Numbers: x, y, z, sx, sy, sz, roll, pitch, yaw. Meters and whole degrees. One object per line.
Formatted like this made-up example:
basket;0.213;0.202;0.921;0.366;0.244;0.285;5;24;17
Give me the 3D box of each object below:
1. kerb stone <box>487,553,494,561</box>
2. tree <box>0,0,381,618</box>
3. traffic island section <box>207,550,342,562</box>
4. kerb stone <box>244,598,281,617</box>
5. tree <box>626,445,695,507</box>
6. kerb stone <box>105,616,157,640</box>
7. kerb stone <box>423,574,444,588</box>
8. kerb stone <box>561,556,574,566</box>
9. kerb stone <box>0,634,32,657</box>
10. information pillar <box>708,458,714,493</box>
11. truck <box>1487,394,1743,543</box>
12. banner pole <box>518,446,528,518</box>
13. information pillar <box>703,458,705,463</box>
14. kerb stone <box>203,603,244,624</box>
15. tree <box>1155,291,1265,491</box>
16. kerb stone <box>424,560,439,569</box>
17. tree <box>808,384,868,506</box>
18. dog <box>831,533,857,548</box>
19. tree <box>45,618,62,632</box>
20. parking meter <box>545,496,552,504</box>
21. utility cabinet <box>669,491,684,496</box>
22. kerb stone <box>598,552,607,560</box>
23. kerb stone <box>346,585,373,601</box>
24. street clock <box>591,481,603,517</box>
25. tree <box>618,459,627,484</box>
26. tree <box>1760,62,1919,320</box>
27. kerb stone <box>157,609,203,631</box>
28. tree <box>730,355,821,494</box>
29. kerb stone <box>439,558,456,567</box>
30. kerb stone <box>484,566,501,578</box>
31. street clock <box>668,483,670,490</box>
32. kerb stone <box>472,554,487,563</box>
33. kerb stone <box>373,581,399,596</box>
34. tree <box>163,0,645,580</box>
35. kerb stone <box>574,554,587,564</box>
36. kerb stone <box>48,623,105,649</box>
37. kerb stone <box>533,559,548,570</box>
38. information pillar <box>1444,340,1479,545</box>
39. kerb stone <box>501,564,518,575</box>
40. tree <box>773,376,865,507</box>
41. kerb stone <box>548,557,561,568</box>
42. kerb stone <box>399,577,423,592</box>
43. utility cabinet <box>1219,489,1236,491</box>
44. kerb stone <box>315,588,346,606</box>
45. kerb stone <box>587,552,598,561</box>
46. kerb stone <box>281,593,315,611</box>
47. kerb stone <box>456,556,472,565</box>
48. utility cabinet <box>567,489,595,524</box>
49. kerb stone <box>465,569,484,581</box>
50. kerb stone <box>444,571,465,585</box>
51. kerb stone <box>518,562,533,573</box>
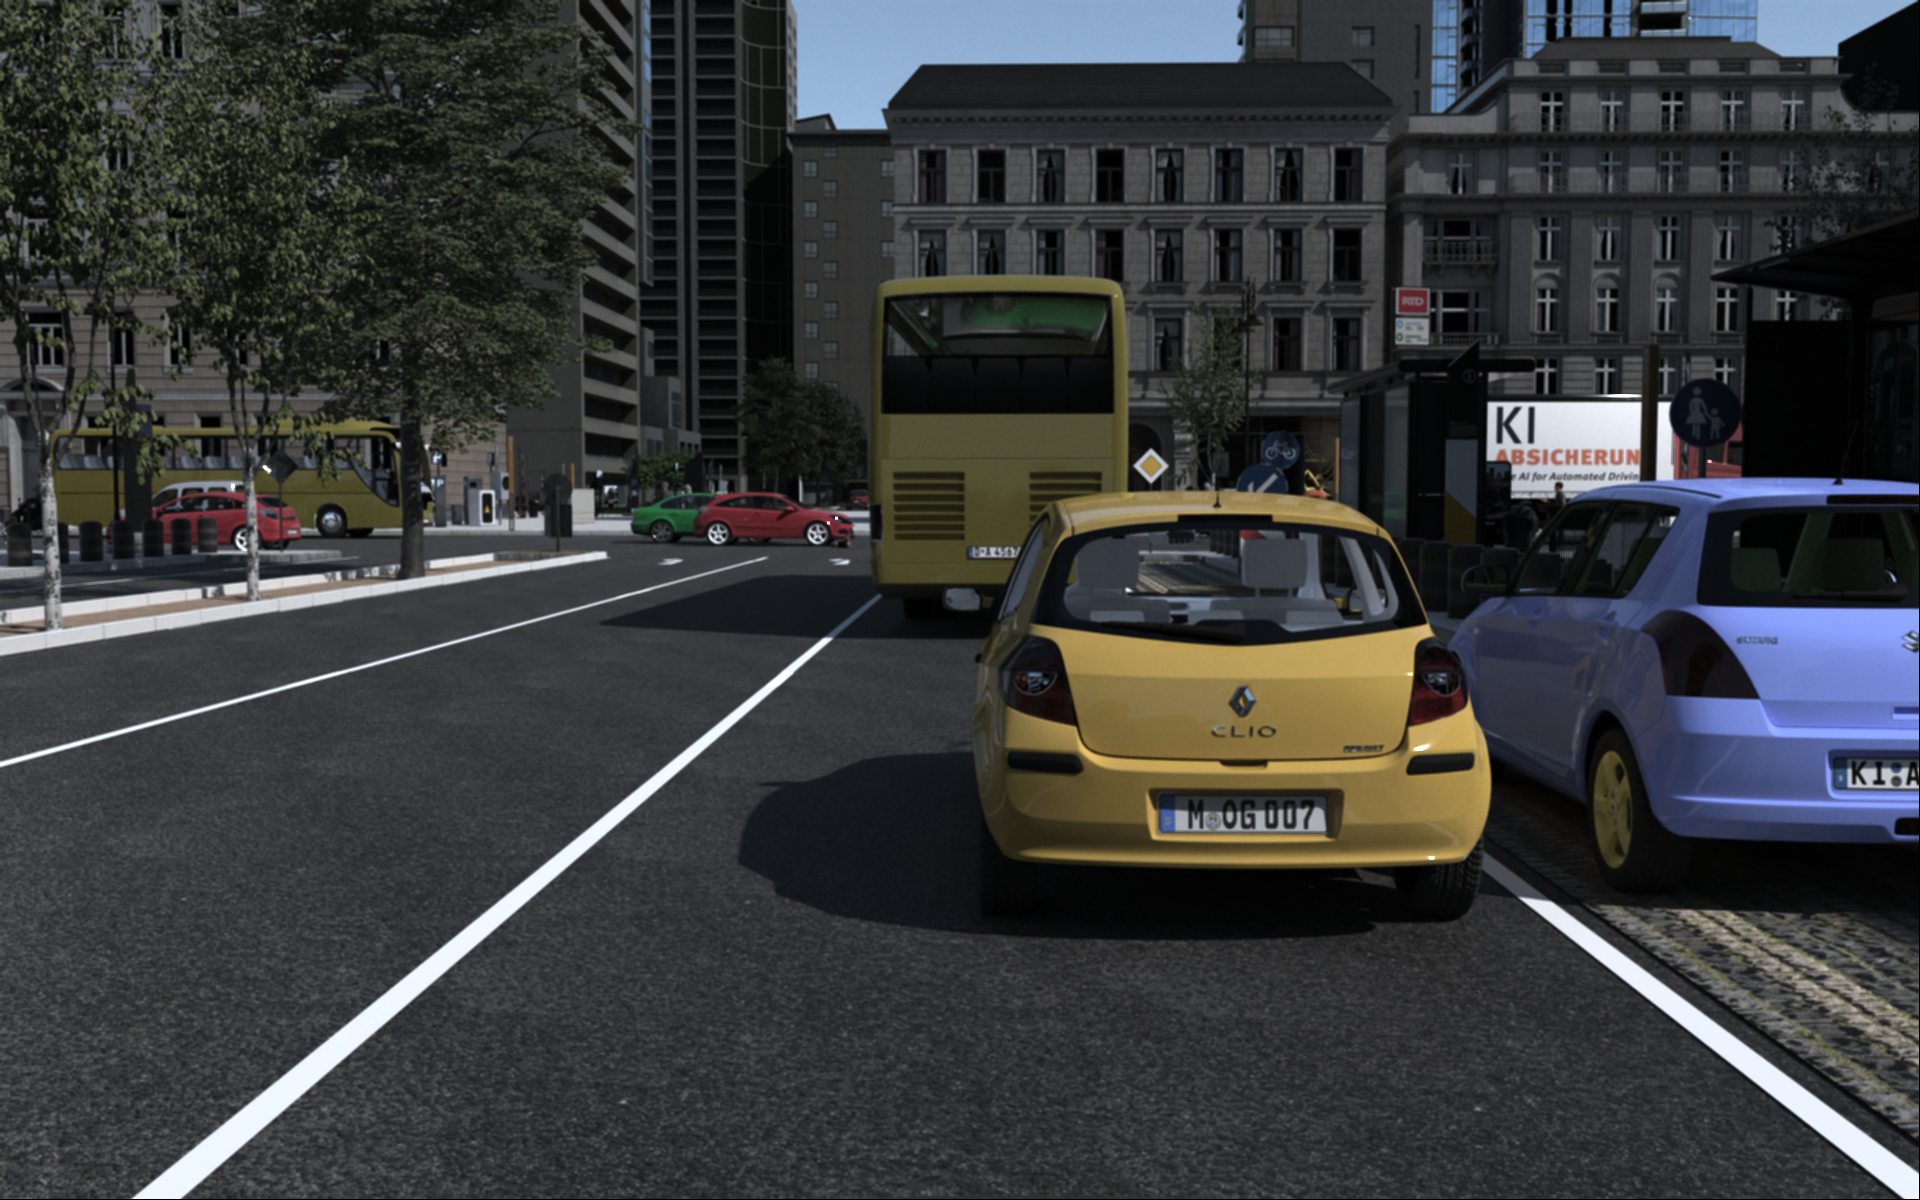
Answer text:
kerb stone;-10.072;-0.908;37.036;0.120;0.150;1.000;0;4;1
tree;-9.392;-4.269;22.611;4.737;8.622;4.395;0;3;0
traffic island section;-14.891;-0.960;37.975;2.009;0.180;2.903;0;4;1
kerb stone;-8.374;0.102;20.590;0.120;0.150;1.000;0;4;1
tree;-18.927;-8.049;115.317;4.285;4.588;4.351;0;3;0
kerb stone;-8.445;0.287;17.510;0.120;0.150;1.000;0;4;1
kerb stone;-8.225;-0.278;26.748;0.120;0.150;1.000;0;4;1
kerb stone;-8.028;-0.782;34.977;0.120;0.150;1.000;0;4;1
kerb stone;-8.498;0.412;15.457;0.120;0.150;1.000;0;4;1
information pillar;-16.067;-7.375;111.932;0.183;3.616;0.504;-3;5;-43
truck;17.774;-3.718;49.704;11.283;4.237;2.839;0;4;0
banner pole;-22.989;-6.167;90.844;0.401;3.779;0.863;-3;5;-42
information pillar;-16.697;-7.368;111.814;0.504;3.616;0.183;0;4;1
kerb stone;-8.398;0.162;19.565;0.120;0.150;1.000;0;4;1
tree;9.242;-6.926;63.601;4.737;8.622;4.395;0;3;0
kerb stone;-10.175;-0.649;32.931;0.120;0.150;1.000;0;4;1
tree;-14.134;-17.243;192.299;12.009;13.543;11.850;0;3;0
dog;-3.091;-1.582;46.063;0.550;0.427;0.748;-2;4;-25
tree;-9.094;-3.922;16.945;4.737;8.622;4.395;0;3;0
parking meter;-23.224;-5.636;97.863;0.255;1.863;0.399;-3;5;-42
utility cabinet;-19.723;-6.838;120.479;1.173;1.500;0.318;2;4;27
kerb stone;-7.942;-0.971;38.063;0.120;0.150;1.000;0;4;1
kerb stone;-8.297;-0.090;23.674;0.120;0.150;1.000;0;4;1
street clock;-20.805;-5.764;98.805;0.471;2.002;0.358;1;4;9
tree;-22.881;-8.626;124.748;4.285;4.588;4.351;0;3;0
tree;16.291;-4.898;30.440;4.360;8.622;3.978;0;3;0
kerb stone;-8.419;0.226;18.541;0.120;0.150;1.000;0;4;1
tree;-14.438;-13.059;135.565;6.751;12.117;7.091;0;3;0
kerb stone;-10.154;-0.719;33.956;0.120;0.150;1.000;0;4;1
kerb stone;-8.151;-0.462;29.830;0.120;0.150;1.000;0;4;1
street clock;-18.833;-6.506;110.948;0.358;2.002;0.471;1;4;12
kerb stone;-10.100;-0.838;36.012;0.120;0.150;1.000;0;4;1
kerb stone;-8.271;-0.148;24.699;0.120;0.150;1.000;0;4;1
tree;-9.167;-6.614;28.726;7.486;12.596;7.792;0;3;0
kerb stone;-7.997;-0.845;36.006;0.120;0.150;1.000;0;4;1
kerb stone;-8.477;0.353;16.482;0.120;0.150;1.000;0;4;1
kerb stone;-8.068;-0.652;32.926;0.120;0.150;1.000;0;4;1
information pillar;7.642;-2.140;26.347;0.504;3.616;0.183;0;4;-7
kerb stone;-8.127;-0.530;30.868;0.120;0.150;1.000;0;4;1
tree;-13.873;-15.347;167.931;9.611;12.733;9.660;0;3;0
kerb stone;-8.051;-0.719;33.952;0.120;0.150;1.000;0;4;1
kerb stone;-8.247;-0.213;25.723;0.120;0.150;1.000;0;4;1
utility cabinet;11.185;-3.832;71.340;1.173;1.500;0.318;-3;4;-38
kerb stone;-8.316;-0.027;22.639;0.120;0.150;1.000;0;4;1
kerb stone;-7.972;-0.907;37.034;0.120;0.150;1.000;0;4;1
kerb stone;-8.341;0.036;21.614;0.120;0.150;1.000;0;4;1
kerb stone;-10.122;-0.781;34.980;0.120;0.150;1.000;0;4;1
utility cabinet;-16.233;-4.005;74.165;0.318;1.500;1.173;3;5;43
kerb stone;-8.170;-0.404;28.802;0.120;0.150;1.000;0;4;1
kerb stone;-8.193;-0.340;27.772;0.120;0.150;1.000;0;4;1
kerb stone;-8.101;-0.587;31.894;0.120;0.150;1.000;0;4;1
